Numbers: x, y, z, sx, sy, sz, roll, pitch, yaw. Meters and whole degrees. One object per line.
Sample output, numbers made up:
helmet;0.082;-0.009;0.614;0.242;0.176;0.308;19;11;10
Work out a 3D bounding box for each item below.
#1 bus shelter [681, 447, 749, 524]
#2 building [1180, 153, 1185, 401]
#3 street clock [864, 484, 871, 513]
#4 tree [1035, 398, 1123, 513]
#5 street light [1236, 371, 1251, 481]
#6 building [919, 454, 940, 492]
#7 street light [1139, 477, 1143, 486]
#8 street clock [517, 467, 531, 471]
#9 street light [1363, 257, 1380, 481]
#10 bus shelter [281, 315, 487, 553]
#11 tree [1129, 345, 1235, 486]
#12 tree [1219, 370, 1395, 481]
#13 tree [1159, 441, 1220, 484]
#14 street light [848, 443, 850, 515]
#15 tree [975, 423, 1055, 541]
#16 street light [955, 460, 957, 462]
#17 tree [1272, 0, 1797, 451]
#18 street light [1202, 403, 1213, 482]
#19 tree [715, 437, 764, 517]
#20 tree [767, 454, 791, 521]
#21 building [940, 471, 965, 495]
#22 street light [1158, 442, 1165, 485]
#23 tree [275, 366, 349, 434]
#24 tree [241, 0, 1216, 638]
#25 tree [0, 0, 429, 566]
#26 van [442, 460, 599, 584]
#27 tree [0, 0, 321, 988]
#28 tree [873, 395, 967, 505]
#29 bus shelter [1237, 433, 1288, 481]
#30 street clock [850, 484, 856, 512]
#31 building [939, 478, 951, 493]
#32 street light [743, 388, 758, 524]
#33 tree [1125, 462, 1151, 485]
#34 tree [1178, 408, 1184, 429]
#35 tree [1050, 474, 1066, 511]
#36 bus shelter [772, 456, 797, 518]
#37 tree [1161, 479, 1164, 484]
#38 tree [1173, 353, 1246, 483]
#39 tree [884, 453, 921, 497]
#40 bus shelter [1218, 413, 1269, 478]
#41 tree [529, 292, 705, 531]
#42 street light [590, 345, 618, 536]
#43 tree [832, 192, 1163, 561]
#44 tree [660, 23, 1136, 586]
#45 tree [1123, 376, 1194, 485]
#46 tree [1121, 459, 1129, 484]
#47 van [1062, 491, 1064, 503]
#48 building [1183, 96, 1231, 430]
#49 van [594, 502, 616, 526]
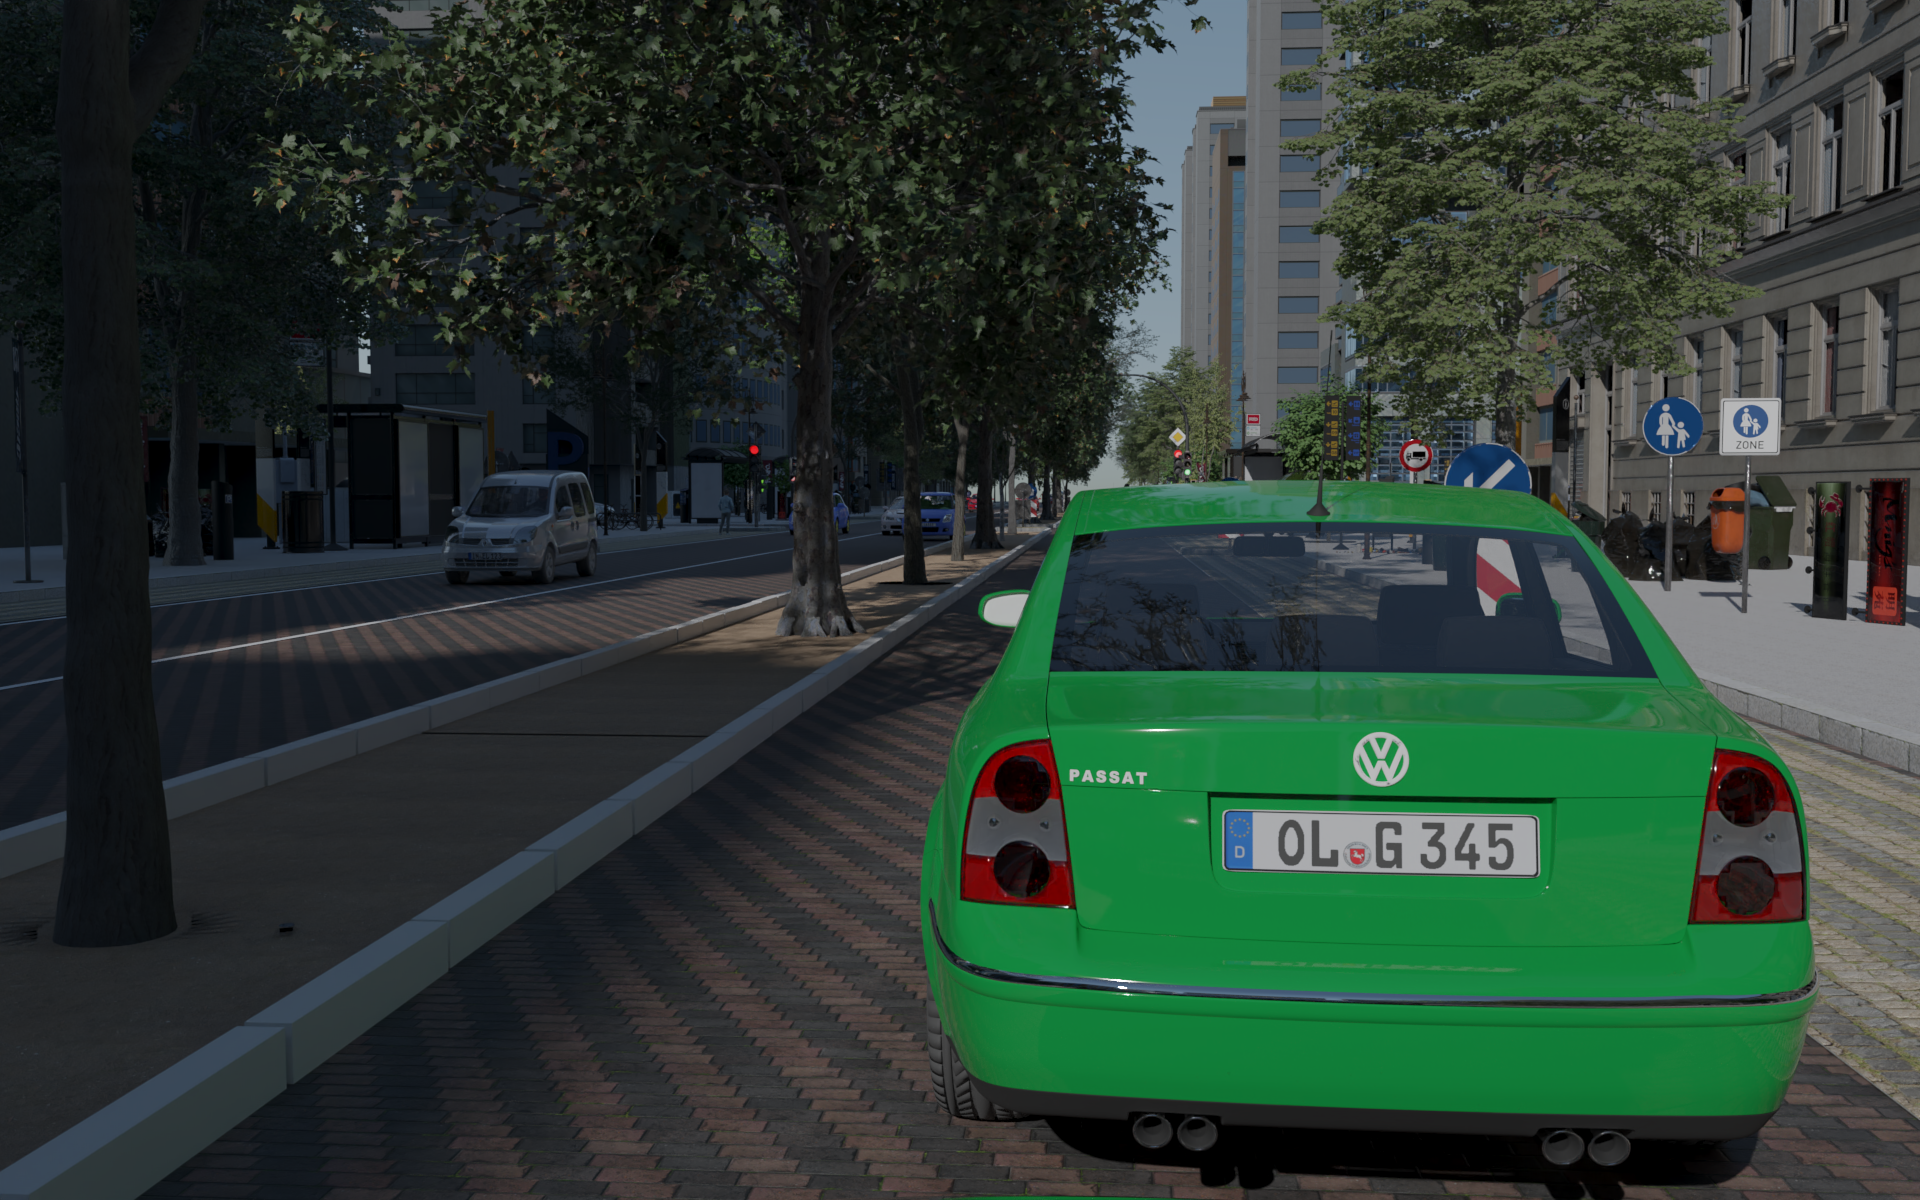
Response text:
bus shelter;-10.776;-5.099;77.285;2.014;3.302;5.546;0;4;5
building;47.624;-45.798;290.801;21.231;58.520;28.212;0;4;5
street clock;-6.390;-7.061;120.017;0.471;2.002;0.358;0;4;-4
tree;7.424;-13.485;129.593;9.857;13.997;8.962;0;3;0
street light;10.612;-5.638;64.961;0.468;5.910;1.993;0;4;5
building;-10.602;-29.232;249.642;14.160;30.474;14.107;0;4;5
street light;25.381;-16.633;244.736;0.468;5.910;1.993;0;4;5
street clock;-11.711;-2.571;46.608;0.471;2.002;0.358;-1;4;-17
street light;7.988;-3.733;33.828;0.468;5.910;1.993;0;4;5
bus shelter;-13.770;-3.911;41.582;2.179;5.291;8.768;0;4;5
tree;17.147;-13.131;132.816;7.486;12.596;7.792;0;3;0
tree;9.886;-3.809;45.999;4.285;4.588;4.351;0;3;0
tree;14.525;-7.757;110.541;4.285;4.588;4.351;0;3;0
street light;-6.779;-8.118;105.511;0.468;5.910;1.993;0;4;5
tree;1.272;-6.065;51.975;4.360;8.622;3.978;0;3;0
street light;-0.335;-12.889;183.519;0.468;5.910;1.993;0;4;5
tree;8.727;-6.648;26.830;7.486;12.596;7.792;0;3;0
street light;12.313;-6.953;86.465;0.468;5.910;1.993;0;4;5
tree;-12.724;-7.074;99.380;4.285;4.588;4.351;0;3;0
tree;-8.377;-5.468;84.008;1.663;3.219;1.824;0;3;0
building;-13.315;-27.356;292.315;27.650;21.520;28.899;0;4;5
street light;17.435;-10.706;147.827;0.468;5.910;1.993;0;4;5
tree;-34.010;-8.551;90.166;4.737;8.622;4.395;0;3;0
tree;-1.475;-5.979;17.216;9.611;12.733;9.660;0;3;0
tree;-14.003;-7.599;30.891;9.857;13.997;8.962;0;3;0
van;-7.287;-1.339;28.912;2.013;2.044;4.112;0;4;3
tree;-2.756;-5.659;5.357;12.009;13.543;11.850;0;3;0
tree;-4.518;-13.951;146.220;7.486;12.596;7.792;0;3;0
bus shelter;10.729;-4.017;59.596;2.014;3.302;5.546;0;4;5
street clock;-7.811;-7.438;126.188;0.358;2.002;0.471;-3;4;-36
building;-11.972;-50.621;265.896;20.563;71.187;20.611;0;4;5
street light;-9.139;-6.267;75.248;0.468;5.910;1.993;0;4;5
tree;22.751;-16.093;213.480;4.737;8.622;4.395;0;3;0
tree;18.072;-13.417;153.784;7.601;10.594;8.767;-1;4;-11
tree;8.755;-11.811;145.932;4.737;8.622;4.395;0;3;0
bus shelter;-8.923;-6.108;93.782;2.014;3.302;5.546;0;4;5
tree;19.959;-10.674;169.119;1.663;3.219;1.824;0;3;0
tree;12.997;-8.619;91.279;4.737;8.622;4.395;0;3;0
tree;-4.751;-9.504;139.110;4.285;4.588;4.351;0;3;0
bus shelter;13.675;-6.500;83.913;2.179;5.291;8.768;0;4;5
tree;-11.034;-7.628;59.135;8.767;10.594;7.601;1;4;16
street light;-10.974;-4.937;53.501;0.468;5.910;1.993;0;4;5
tree;-0.104;-6.067;36.066;8.767;10.594;7.601;0;4;5
tree;-0.813;-6.047;27.079;9.928;11.665;9.643;0;3;0
tree;20.934;-16.946;183.727;9.857;13.997;8.962;0;3;0
tree;27.884;-21.055;262.378;7.486;12.596;7.792;0;3;0
van;12.659;-13.194;222.724;2.013;2.044;4.112;0;4;3
building;45.659;-44.080;262.707;21.231;58.520;28.212;0;4;5
van;-16.153;-3.905;70.854;4.112;2.044;2.013;0;4;5
